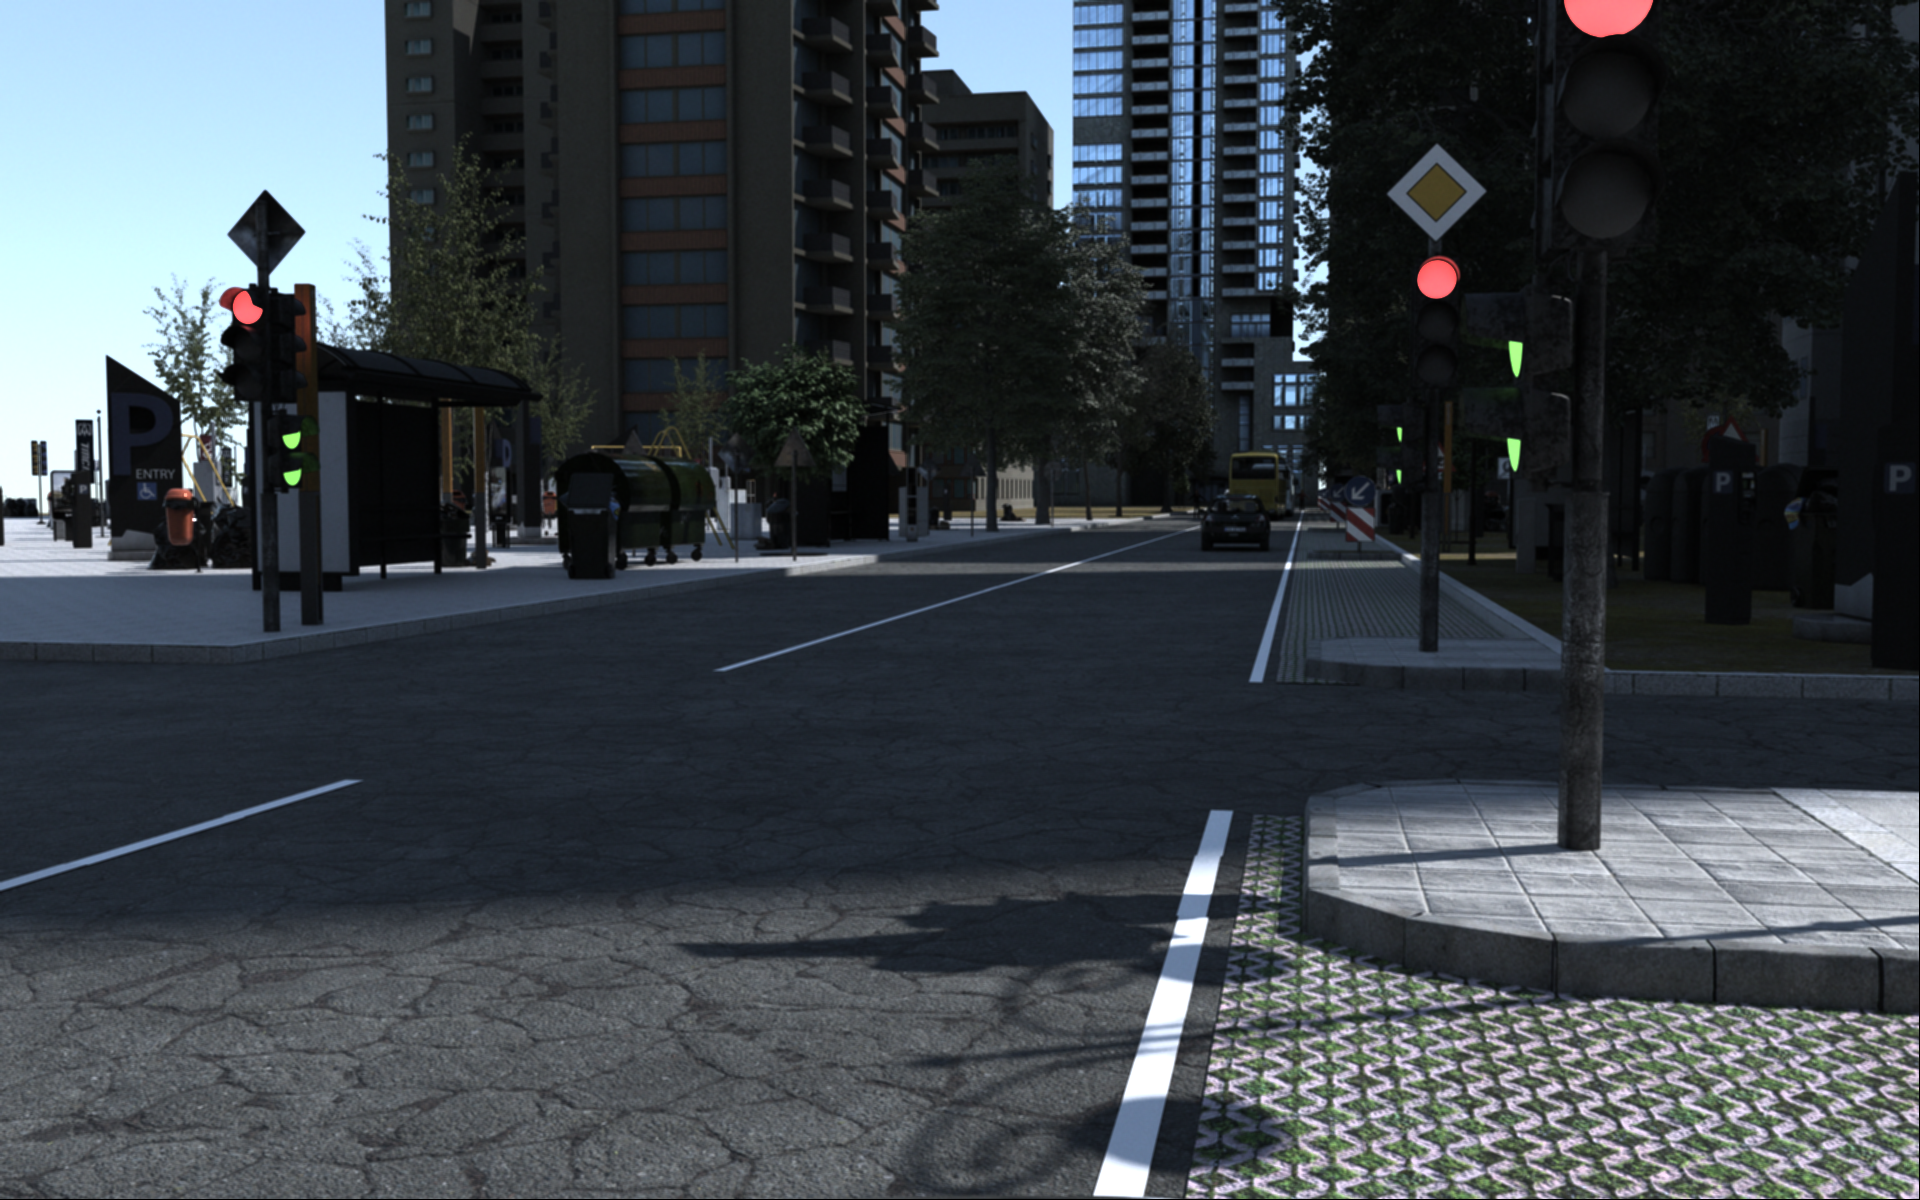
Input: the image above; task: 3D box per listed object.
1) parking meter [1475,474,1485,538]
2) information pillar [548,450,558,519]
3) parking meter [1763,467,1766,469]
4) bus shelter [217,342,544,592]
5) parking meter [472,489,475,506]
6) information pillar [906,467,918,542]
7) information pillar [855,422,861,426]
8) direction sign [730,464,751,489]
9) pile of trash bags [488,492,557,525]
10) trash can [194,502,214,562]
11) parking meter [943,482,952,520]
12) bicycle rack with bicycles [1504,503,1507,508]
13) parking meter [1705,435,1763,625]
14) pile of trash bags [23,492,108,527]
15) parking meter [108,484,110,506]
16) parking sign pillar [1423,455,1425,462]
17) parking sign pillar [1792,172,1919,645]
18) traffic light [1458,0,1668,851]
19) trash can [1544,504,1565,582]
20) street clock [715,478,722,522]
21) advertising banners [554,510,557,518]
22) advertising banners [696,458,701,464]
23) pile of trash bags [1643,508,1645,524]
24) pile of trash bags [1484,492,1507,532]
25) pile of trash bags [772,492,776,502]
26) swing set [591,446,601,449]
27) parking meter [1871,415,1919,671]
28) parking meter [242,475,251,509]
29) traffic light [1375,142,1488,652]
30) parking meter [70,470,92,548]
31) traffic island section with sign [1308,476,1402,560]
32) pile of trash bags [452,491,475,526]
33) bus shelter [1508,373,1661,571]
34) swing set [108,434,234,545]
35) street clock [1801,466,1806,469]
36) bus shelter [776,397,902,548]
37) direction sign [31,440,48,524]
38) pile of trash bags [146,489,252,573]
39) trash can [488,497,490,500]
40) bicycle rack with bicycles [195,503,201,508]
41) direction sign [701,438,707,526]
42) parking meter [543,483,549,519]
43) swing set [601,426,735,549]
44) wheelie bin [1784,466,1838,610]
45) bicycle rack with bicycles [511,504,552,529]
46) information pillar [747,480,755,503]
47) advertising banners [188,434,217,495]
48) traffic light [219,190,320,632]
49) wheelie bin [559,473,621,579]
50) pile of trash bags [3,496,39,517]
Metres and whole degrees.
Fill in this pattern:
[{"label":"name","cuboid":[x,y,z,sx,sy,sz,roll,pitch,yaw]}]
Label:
[{"label":"parking meter","cuboid":[15.261,-2.776,51.092,0.255,1.863,0.399,-1,4,-15]},{"label":"information pillar","cuboid":[-20.668,-5.910,87.983,0.504,3.616,0.183,0,4,2]},{"label":"parking meter","cuboid":[15.733,-1.729,33.982,0.255,1.863,0.399,-3,5,-44]},{"label":"bus shelter","cuboid":[-8.194,-1.917,25.262,2.014,3.302,5.546,1,4,11]},{"label":"parking meter","cuboid":[-26.420,-5.270,94.580,0.372,1.533,0.369,0,3,0]},{"label":"information pillar","cuboid":[-1.295,-2.583,46.719,0.304,2.012,0.304,0,4,-3]},{"label":"information pillar","cuboid":[-3.009,-3.547,49.353,0.504,3.616,0.183,-1,4,-14]},{"label":"direction sign","cuboid":[-8.586,-4.630,67.693,0.876,3.537,0.379,-2,4,-33]},{"label":"pile of trash bags","cuboid":[-18.147,-3.719,70.564,3.447,1.369,1.912,-2,4,-26]},{"label":"trash can","cuboid":[-14.443,-1.285,32.664,0.748,1.137,0.748,0,3,0]},{"label":"parking meter","cuboid":[-0.605,-4.816,84.450,0.255,1.863,0.399,-3,5,-43]},{"label":"bicycle rack with bicycles","cuboid":[26.545,-4.256,82.970,2.925,0.926,2.852,2,4,26]},{"label":"parking meter","cuboid":[7.595,-0.694,17.056,0.255,1.863,0.399,-2,4,-29]},{"label":"pile of trash bags","cuboid":[-34.400,-3.501,66.989,1.912,1.369,3.447,0,4,-7]},{"label":"parking meter","cuboid":[-18.728,-2.011,38.597,0.399,1.863,0.255,0,4,-5]},{"label":"parking sign pillar","cuboid":[22.967,-5.925,85.339,1.447,3.967,1.447,1,4,15]},{"label":"parking sign pillar","cuboid":[8.161,-1.635,15.204,1.447,3.967,1.447,1,4,9]},{"label":"traffic light","cuboid":[2.233,-1.056,6.187,0.839,4.253,0.868,1,4,11]},{"label":"trash can","cuboid":[8.926,-0.837,25.332,0.748,1.137,0.748,0,3,0]},{"label":"street clock","cuboid":[-11.051,-4.550,78.959,0.358,2.002,0.471,-2,4,-33]},{"label":"advertising banners","cuboid":[-22.710,-6.002,94.320,2.074,3.025,0.090,-1,4,-9]},{"label":"advertising banners","cuboid":[-13.376,-5.386,84.241,0.090,3.025,2.074,3,5,42]},{"label":"pile of trash bags","cuboid":[29.698,-3.960,74.499,3.447,1.369,1.912,1,4,15]},{"label":"pile of trash bags","cuboid":[18.800,-3.043,59.501,1.912,1.369,3.447,0,4,-7]},{"label":"pile of trash bags","cuboid":[-5.250,-3.312,63.910,3.447,1.369,1.912,1,4,9]},{"label":"swing set","cuboid":[-10.702,-3.612,56.680,3.119,2.851,2.862,-1,4,-14]},{"label":"parking meter","cuboid":[6.931,-0.428,12.707,0.255,1.863,0.399,-2,4,-34]},{"label":"parking meter","cuboid":[-21.942,-2.920,53.459,0.399,1.863,0.255,2,4,29]},{"label":"traffic light","cuboid":[3.805,-1.535,14.017,0.839,4.253,0.868,1,4,11]},{"label":"parking meter","cuboid":[-20.880,-2.167,41.134,0.255,1.863,0.399,3,5,40]},{"label":"traffic island section with sign","cuboid":[8.703,-1.811,38.239,1.989,1.847,2.006,1,4,11]},{"label":"pile of trash bags","cuboid":[-14.096,-2.053,43.324,3.447,1.369,1.912,-2,4,-24]},{"label":"bus shelter","cuboid":[11.052,-2.288,31.333,2.014,3.302,5.546,1,4,11]},{"label":"swing set","cuboid":[-20.137,-2.882,44.737,2.862,2.851,3.119,-1,4,-10]},{"label":"street clock","cuboid":[21.975,-2.478,45.078,0.358,2.002,0.471,2,4,32]},{"label":"bus shelter","cuboid":[-3.025,-3.254,44.479,1.731,3.624,6.357,1,4,11]},{"label":"direction sign","cuboid":[-39.077,-4.989,73.569,0.379,3.537,0.876,1,4,12]},{"label":"pile of trash bags","cuboid":[-12.977,-1.218,29.667,1.912,1.369,3.447,-1,4,-11]},{"label":"trash can","cuboid":[-21.544,-4.139,79.327,0.748,1.137,0.748,0,3,0]},{"label":"bicycle rack with bicycles","cuboid":[-30.324,-3.339,67.974,2.925,0.926,2.852,2,4,30]},{"label":"direction sign","cuboid":[-10.490,-4.813,70.686,0.379,3.537,0.876,0,4,-2]},{"label":"parking meter","cuboid":[-21.247,-5.100,89.100,0.255,1.863,0.399,2,4,34]},{"label":"swing set","cuboid":[-7.000,-2.682,41.465,2.862,2.851,3.119,-1,4,-14]},{"label":"wheelie bin","cuboid":[9.785,-0.702,19.380,0.980,1.594,0.693,0,4,3]},{"label":"bicycle rack with bicycles","cuboid":[-16.364,-3.139,64.700,2.852,0.926,2.925,-1,4,-10]},{"label":"information pillar","cuboid":[-10.912,-5.254,90.397,0.304,2.012,0.304,3,4,36]},{"label":"advertising banners","cuboid":[-22.579,-3.313,50.351,0.090,3.025,2.074,3,5,41]},{"label":"traffic light","cuboid":[-6.407,-1.659,16.043,0.839,4.253,0.868,1,4,11]},{"label":"wheelie bin","cuboid":[-5.588,-1.123,26.262,0.980,1.594,0.693,0,4,4]},{"label":"pile of trash bags","cuboid":[-52.989,-5.259,95.739,1.912,1.369,3.447,3,5,43]}]
